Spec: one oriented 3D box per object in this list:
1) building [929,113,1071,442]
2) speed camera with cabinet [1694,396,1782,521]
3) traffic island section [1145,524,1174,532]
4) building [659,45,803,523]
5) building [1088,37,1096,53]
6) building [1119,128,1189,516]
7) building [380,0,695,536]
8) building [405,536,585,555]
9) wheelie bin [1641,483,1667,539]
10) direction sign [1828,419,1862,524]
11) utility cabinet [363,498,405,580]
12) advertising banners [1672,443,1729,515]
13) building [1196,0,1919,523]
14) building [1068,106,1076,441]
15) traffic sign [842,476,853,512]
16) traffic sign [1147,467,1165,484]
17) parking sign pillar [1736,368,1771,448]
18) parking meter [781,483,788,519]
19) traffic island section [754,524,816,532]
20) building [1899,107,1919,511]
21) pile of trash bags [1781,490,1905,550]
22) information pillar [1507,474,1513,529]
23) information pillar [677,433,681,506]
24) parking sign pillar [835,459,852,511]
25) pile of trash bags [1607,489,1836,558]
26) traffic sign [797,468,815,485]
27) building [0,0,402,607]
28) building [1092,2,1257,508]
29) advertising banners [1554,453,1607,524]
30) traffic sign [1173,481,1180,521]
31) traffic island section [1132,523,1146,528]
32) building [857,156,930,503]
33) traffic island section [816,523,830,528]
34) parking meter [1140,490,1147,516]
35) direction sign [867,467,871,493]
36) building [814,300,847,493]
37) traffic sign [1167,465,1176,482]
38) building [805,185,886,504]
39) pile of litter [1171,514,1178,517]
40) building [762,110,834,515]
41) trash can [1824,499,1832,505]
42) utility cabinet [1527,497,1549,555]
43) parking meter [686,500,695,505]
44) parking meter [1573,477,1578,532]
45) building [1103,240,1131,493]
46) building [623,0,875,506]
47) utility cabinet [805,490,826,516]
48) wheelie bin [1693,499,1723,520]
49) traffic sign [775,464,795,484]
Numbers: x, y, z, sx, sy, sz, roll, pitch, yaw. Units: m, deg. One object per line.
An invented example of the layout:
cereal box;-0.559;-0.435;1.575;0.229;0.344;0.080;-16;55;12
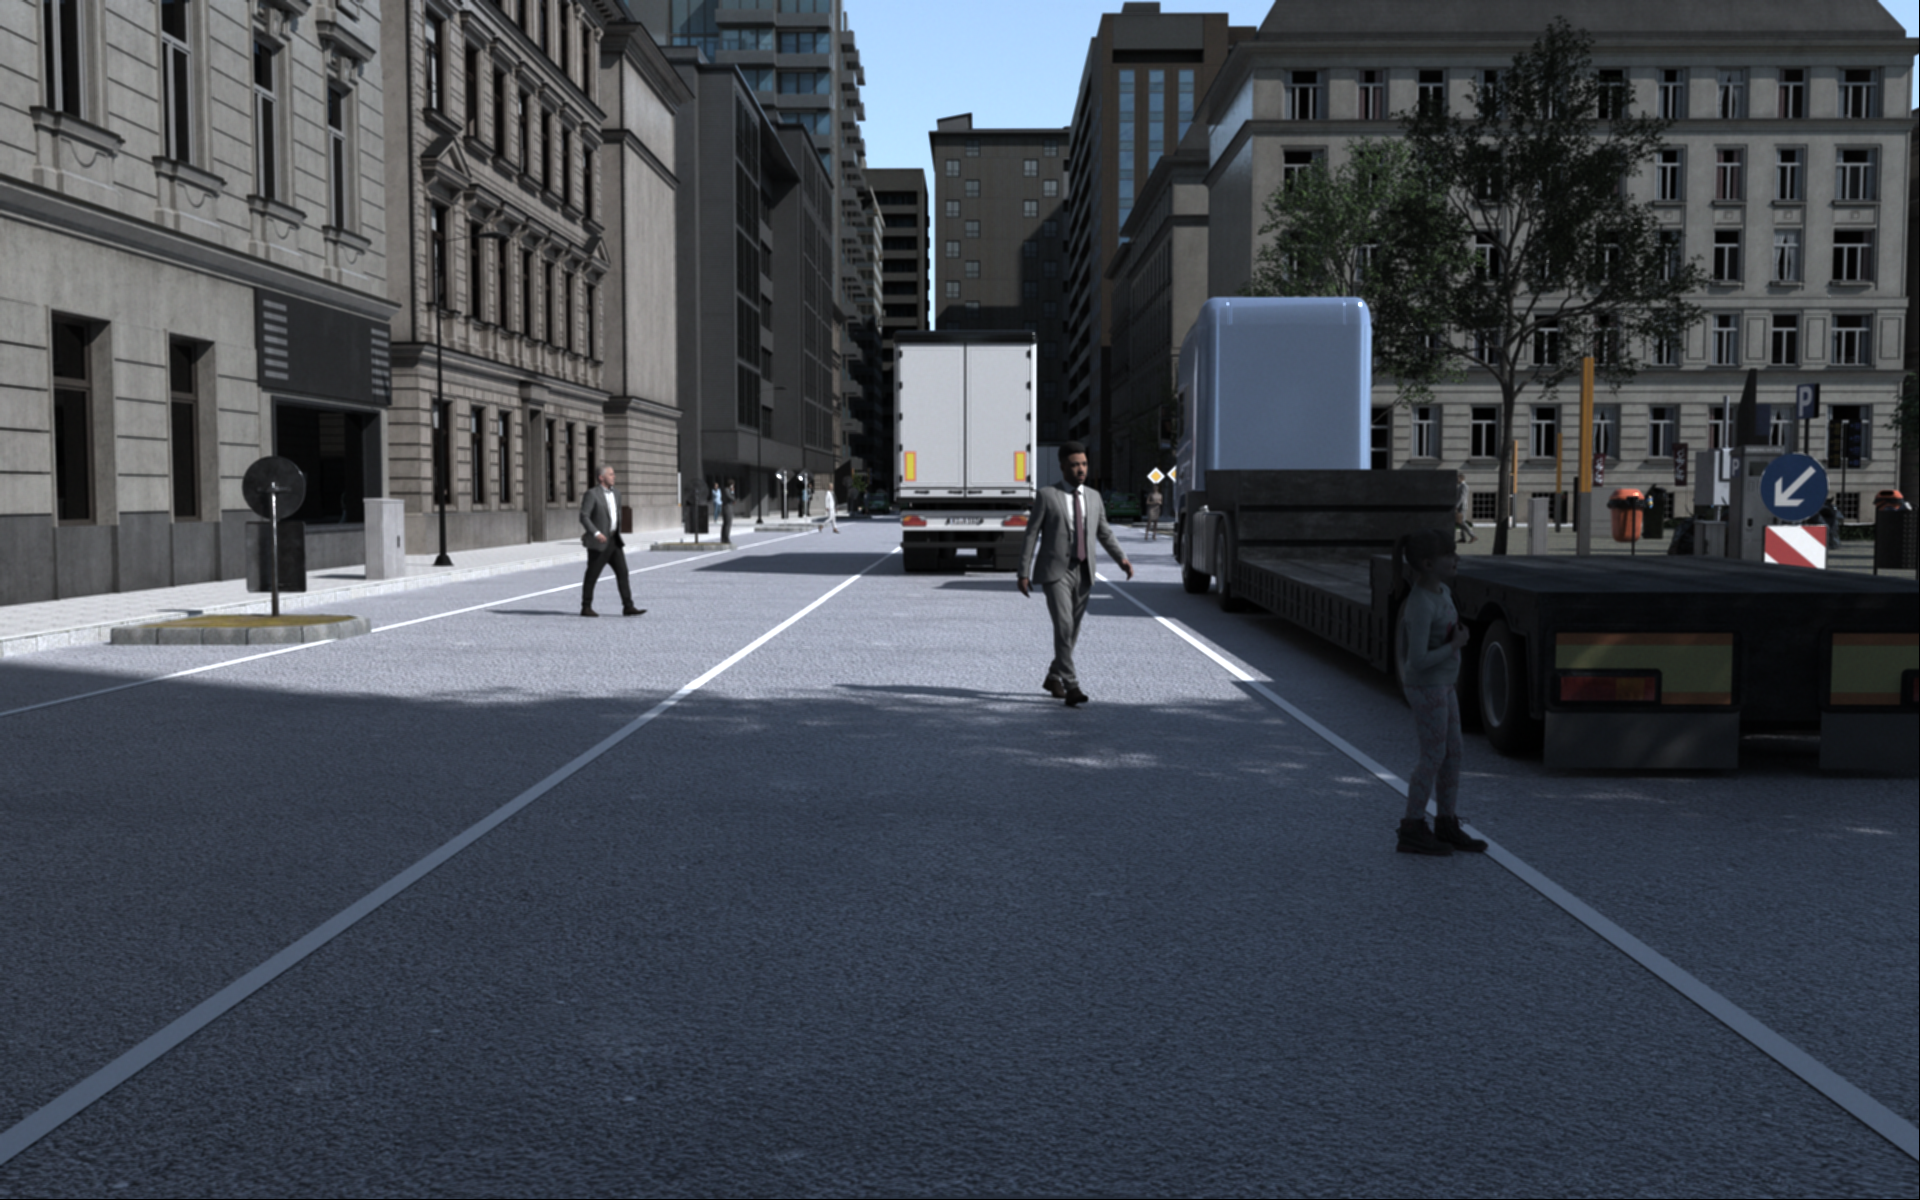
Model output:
building;9.701;-40.273;247.698;27.495;52.752;28.713;0;4;1
speed camera with cabinet;16.008;-2.510;35.370;2.038;3.252;0.660;-1;4;-20
traffic island section;8.424;-2.738;67.051;2.009;0.180;2.903;0;4;1
building;-16.840;-16.602;90.517;14.314;24.678;30.058;0;4;1
building;23.385;-33.877;177.596;21.300;48.544;21.600;0;4;1
building;19.777;-17.233;115.038;16.112;22.955;30.059;0;4;1
building;-19.725;-12.001;60.849;19.286;19.102;10.561;0;4;1
building;-15.846;-11.034;45.030;10.561;19.102;19.286;0;4;1
wheelie bin;19.894;-2.554;49.668;0.693;1.594;0.980;1;4;18
direction sign;26.820;-3.704;52.562;0.876;3.537;0.379;2;4;31
utility cabinet;-8.742;-0.929;26.353;0.306;1.237;1.020;0;4;0
advertising banners;25.283;-3.838;58.944;2.074;3.025;0.090;3;4;36
building;26.988;-15.247;82.574;30.059;22.955;16.112;0;4;1
building;23.720;-35.200;199.226;21.300;48.544;21.600;0;4;1
traffic sign;-7.865;-7.420;121.427;0.768;2.556;0.104;0;4;4
traffic sign;8.495;-4.450;74.953;0.795;2.593;0.064;0;4;1
parking sign pillar;17.283;-3.018;37.814;1.447;3.967;1.447;1;4;14
parking meter;-9.081;-5.139;89.733;0.255;1.863;0.399;-2;4;-23
traffic island section;-6.816;-2.750;67.235;2.009;0.180;2.903;0;4;1
building;54.031;-14.646;81.255;24.055;21.916;13.314;0;4;1
pile of trash bags;20.233;-1.881;40.500;1.912;1.369;3.447;-3;5;-41
information pillar;20.056;-3.608;63.477;0.304;2.012;0.304;3;5;41
information pillar;-10.964;-4.632;67.080;0.183;3.616;0.504;-2;4;-34
parking sign pillar;-9.007;-8.883;133.701;1.447;3.967;1.447;1;4;12
pile of trash bags;12.898;-1.238;29.996;3.447;1.369;1.912;0;4;-6
traffic sign;-6.698;-4.463;75.153;0.795;2.593;0.064;0;4;1
building;-18.879;-14.462;12.868;17.030;29.872;44.131;0;4;1
building;19.459;-31.178;159.873;14.600;45.320;14.200;0;4;1
advertising banners;26.542;-4.767;74.127;2.074;3.025;0.090;1;4;18
traffic sign;10.361;-4.876;81.856;0.606;2.300;0.079;0;4;5
traffic island section;8.518;-3.227;75.035;2.009;0.180;2.903;0;4;1
building;-15.268;-37.991;244.858;21.600;48.544;21.300;0;4;1
traffic island section;-6.722;-3.238;75.220;2.009;0.180;2.903;0;4;1
parking meter;10.787;-5.712;101.801;0.372;1.533;0.369;0;3;0
direction sign;-7.582;-9.354;144.929;0.379;3.537;0.876;1;4;17
building;-15.091;-16.832;139.825;10.561;19.102;19.286;0;4;1
traffic sign;8.400;-3.962;66.968;0.795;2.593;0.064;0;4;1
building;-21.300;-31.665;209.596;23.993;40.220;32.217;0;4;1
pile of litter;12.356;-5.031;96.216;1.176;0.858;1.719;0;4;-6
building;-16.597;-19.845;117.967;14.314;27.812;24.014;0;4;1
trash can;26.761;-2.583;53.881;0.748;1.137;0.748;0;3;0
utility cabinet;11.018;-1.340;33.070;0.306;1.237;1.020;1;4;13
parking meter;-10.522;-3.630;67.768;0.372;1.533;0.369;0;3;0
parking meter;21.079;-3.255;58.931;0.399;1.863;0.255;-3;4;-38
building;17.786;-19.036;140.119;11.050;23.489;19.941;0;4;1
building;-20.569;-33.374;165.273;23.786;49.044;30.456;0;4;1
utility cabinet;-8.435;-5.658;101.193;1.173;1.500;0.318;-1;4;-22
wheelie bin;22.004;-2.631;50.925;0.693;1.594;0.980;0;4;-6
traffic sign;-6.793;-3.974;67.168;0.795;2.593;0.064;0;4;1
